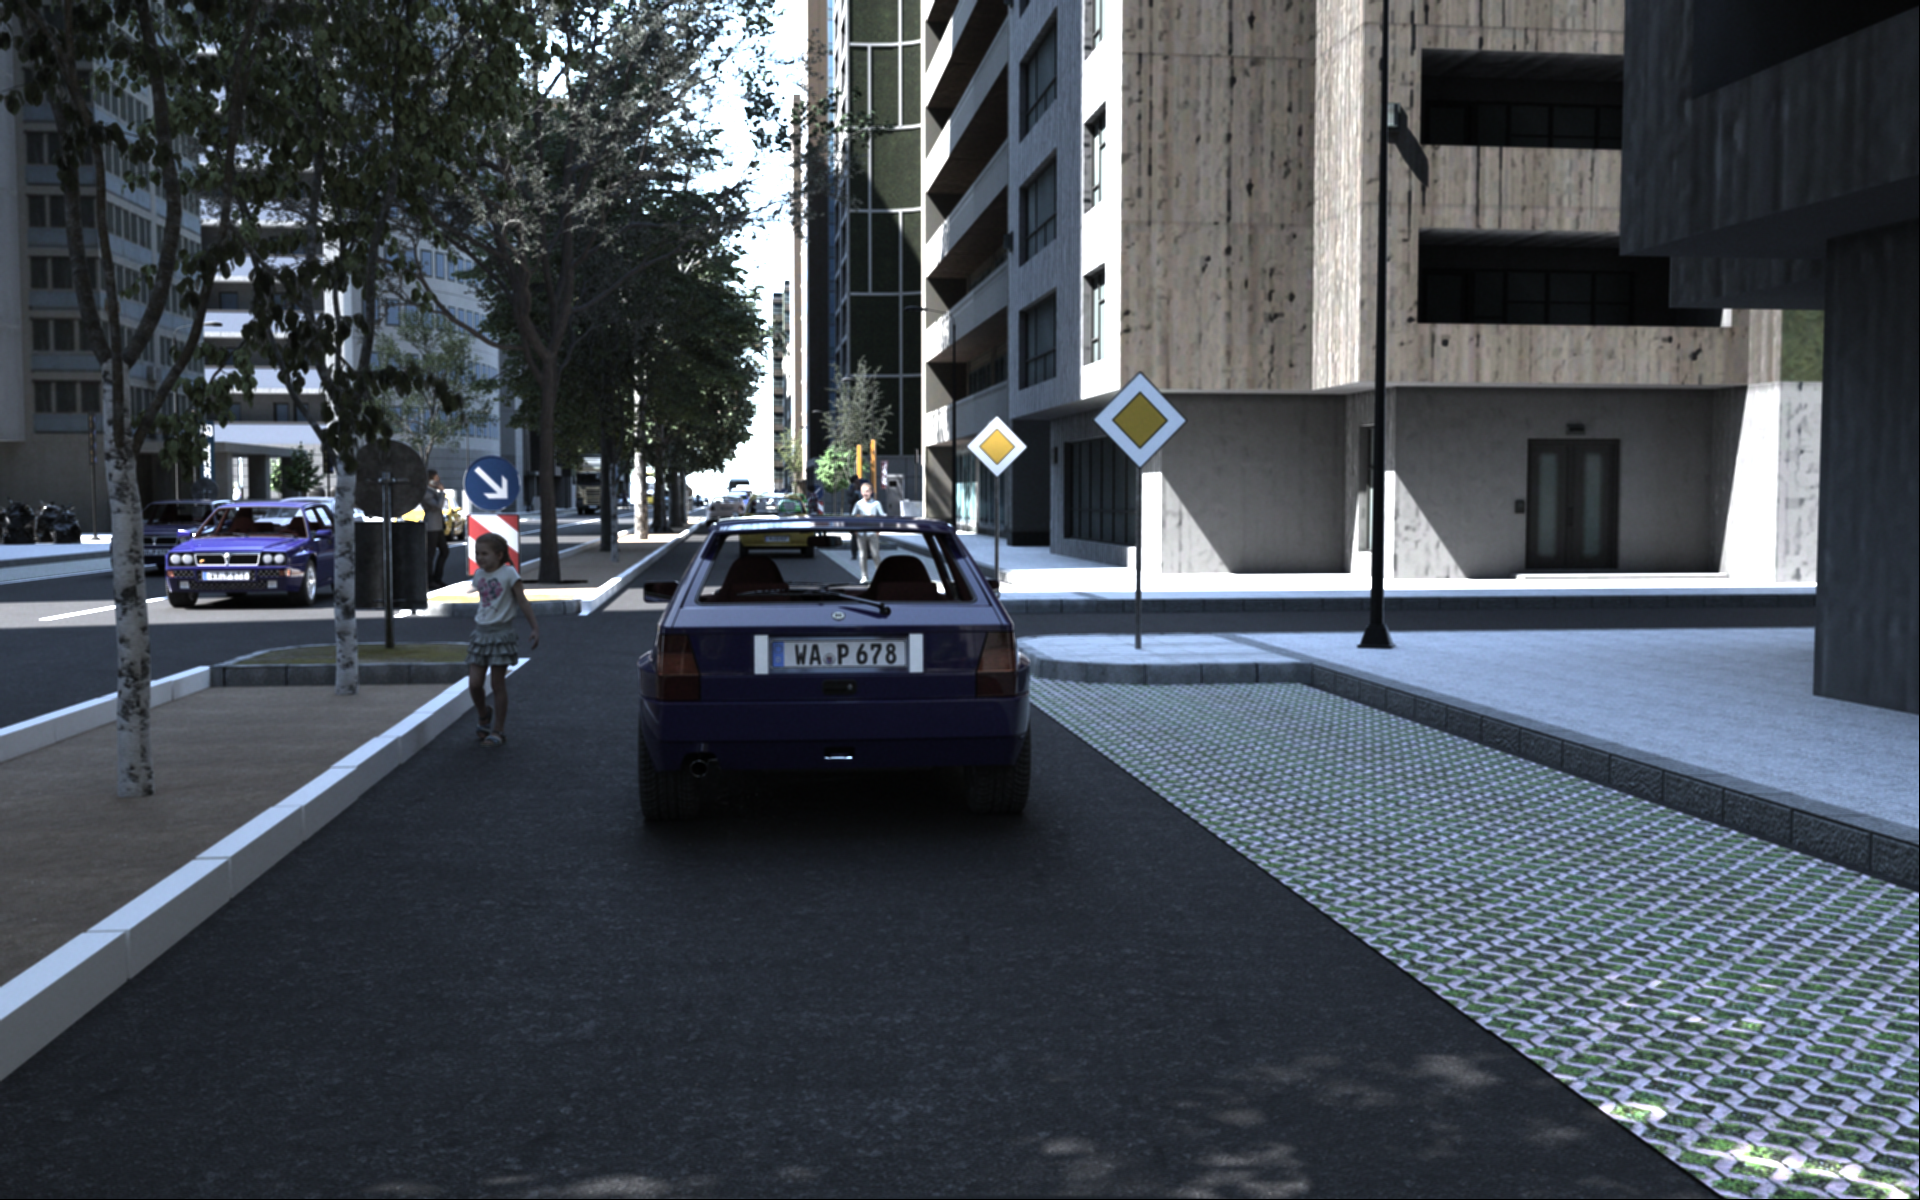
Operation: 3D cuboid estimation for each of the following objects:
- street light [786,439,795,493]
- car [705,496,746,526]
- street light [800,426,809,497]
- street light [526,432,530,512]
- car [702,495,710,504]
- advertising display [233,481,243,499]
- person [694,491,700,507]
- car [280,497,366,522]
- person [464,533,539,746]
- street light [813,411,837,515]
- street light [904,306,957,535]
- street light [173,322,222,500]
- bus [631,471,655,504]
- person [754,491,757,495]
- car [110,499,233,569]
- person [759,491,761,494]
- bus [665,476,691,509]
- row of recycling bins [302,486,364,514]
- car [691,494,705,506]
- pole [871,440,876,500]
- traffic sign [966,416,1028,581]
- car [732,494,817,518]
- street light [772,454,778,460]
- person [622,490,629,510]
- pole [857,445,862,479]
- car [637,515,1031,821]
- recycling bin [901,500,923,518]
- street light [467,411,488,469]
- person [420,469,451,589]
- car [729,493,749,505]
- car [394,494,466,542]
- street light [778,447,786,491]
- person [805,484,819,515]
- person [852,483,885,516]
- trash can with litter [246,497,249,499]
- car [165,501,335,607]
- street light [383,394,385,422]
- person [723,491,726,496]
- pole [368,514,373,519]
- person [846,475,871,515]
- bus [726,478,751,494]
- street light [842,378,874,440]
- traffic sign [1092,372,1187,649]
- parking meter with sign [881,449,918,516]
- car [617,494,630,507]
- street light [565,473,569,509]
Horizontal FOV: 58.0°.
[{"bbox_3d":[-13.672,-10.587,145.631,1.470,5.913,1.316,0,4,-7],"label":"street light"},{"bbox_3d":[-10.516,-4.034,78.320,2.083,1.381,4.827,0,4,-7],"label":"car"},{"bbox_3d":[-10.282,-8.966,119.137,1.470,5.913,1.316,0,4,-7],"label":"street light"},{"bbox_3d":[-30.355,-9.248,123.751,1.470,5.913,1.316,0,4,-7],"label":"street light"},{"bbox_3d":[-35.958,-14.071,242.639,1.945,1.354,3.894,-1,4,-9],"label":"car"},{"bbox_3d":[-36.537,-5.036,87.559,0.974,1.923,0.123,3,5,40],"label":"advertising display"},{"bbox_3d":[-28.861,-11.119,190.380,0.705,1.814,1.350,-2,4,-34],"label":"person"},{"bbox_3d":[-14.912,-1.669,39.656,2.083,1.381,4.827,0,4,-6],"label":"car"},{"bbox_3d":[-2.615,0.217,9.962,0.505,1.210,0.382,1,4,18],"label":"person"},{"bbox_3d":[-7.510,-7.587,96.588,1.470,5.913,1.316,0,4,-7],"label":"street light"},{"bbox_3d":[-0.682,-4.312,43.049,1.470,5.913,1.316,0,4,-7],"label":"street light"},{"bbox_3d":[-20.565,-4.538,46.736,1.470,5.913,1.316,0,4,-7],"label":"street light"},{"bbox_3d":[-33.830,-12.048,188.526,2.896,3.916,12.252,0,4,-6],"label":"bus"},{"bbox_3d":[-26.670,-13.305,226.054,1.348,1.823,0.705,0,4,-3],"label":"person"},{"bbox_3d":[-14.261,-1.181,31.884,1.945,1.354,3.894,-1,4,-9],"label":"car"},{"bbox_3d":[-19.327,-9.730,168.108,1.217,1.766,0.721,1,4,22],"label":"person"},{"bbox_3d":[-27.063,-10.384,164.642,2.948,3.499,13.247,0,4,-7],"label":"bus"},{"bbox_3d":[-31.957,-4.915,87.479,3.534,1.692,1.069,-1,4,-14],"label":"row of recycling bins"},{"bbox_3d":[-31.479,-12.047,206.762,2.009,1.686,4.222,0,4,-7],"label":"car"},{"bbox_3d":[-3.256,-4.365,65.211,0.158,3.312,0.155,0,3,0],"label":"pole"},{"bbox_3d":[0.470,-1.137,22.230,0.795,2.450,0.064,0,4,-7],"label":"traffic sign"},{"bbox_3d":[-4.315,-1.848,40.431,2.015,1.641,3.980,0,4,-7],"label":"car"},{"bbox_3d":[-20.743,-13.985,201.201,1.470,5.913,1.316,0,4,-7],"label":"street light"},{"bbox_3d":[-29.736,-8.884,154.197,0.568,1.767,0.683,3,5,40],"label":"person"},{"bbox_3d":[-4.180,-4.794,72.221,0.158,3.312,0.155,0,3,0],"label":"pole"},{"bbox_3d":[-0.696,0.218,9.012,1.945,1.354,3.894,0,4,-6],"label":"car"},{"bbox_3d":[-1.698,-2.962,60.990,0.722,1.027,0.722,0,4,-8],"label":"recycling bin"},{"bbox_3d":[-26.858,-7.582,96.506,1.470,5.913,1.316,0,4,-7],"label":"street light"},{"bbox_3d":[-7.971,-1.079,26.331,0.473,1.802,0.592,0,4,6],"label":"person"},{"bbox_3d":[-14.452,-6.313,112.802,1.945,1.707,3.694,0,4,-8],"label":"car"},{"bbox_3d":[-16.241,-2.621,53.079,2.015,1.641,3.980,-1,4,-9],"label":"car"},{"bbox_3d":[-17.110,-12.238,172.634,1.470,5.913,1.316,0,4,-7],"label":"street light"},{"bbox_3d":[-4.374,-2.608,51.977,0.643,1.720,0.563,-1,4,-16],"label":"person"},{"bbox_3d":[-1.447,-1.028,27.125,0.589,1.601,0.330,1,4,18],"label":"person"},{"bbox_3d":[-32.274,-4.164,79.470,1.055,1.170,0.624,-2,4,-31],"label":"trash can with litter"},{"bbox_3d":[-9.328,-0.654,23.270,1.945,1.354,3.894,0,4,-8],"label":"car"},{"bbox_3d":[-24.044,-6.208,74.034,1.470,5.913,1.316,0,4,-7],"label":"street light"},{"bbox_3d":[-21.936,-9.308,161.618,0.436,1.711,0.756,0,4,7],"label":"person"},{"bbox_3d":[-29.994,-5.762,88.055,0.158,3.312,0.155,0,3,0],"label":"pole"},{"bbox_3d":[-2.145,-1.799,37.720,0.655,1.846,0.447,-2,4,-24],"label":"person"},{"bbox_3d":[-25.611,-12.582,200.572,2.948,3.499,13.247,0,4,-8],"label":"bus"},{"bbox_3d":[-4.030,-5.933,69.549,1.470,5.913,1.316,0,4,-7],"label":"street light"},{"bbox_3d":[1.475,-0.652,14.308,0.795,2.450,0.064,0,4,-7],"label":"traffic sign"},{"bbox_3d":[-2.514,-4.317,66.846,1.738,3.016,0.543,0,4,1],"label":"parking meter with sign"},{"bbox_3d":[-36.761,-10.737,187.544,2.014,1.417,4.499,0,4,-7],"label":"car"},{"bbox_3d":[-33.836,-10.926,151.186,1.470,5.913,1.316,0,4,-7],"label":"street light"}]
